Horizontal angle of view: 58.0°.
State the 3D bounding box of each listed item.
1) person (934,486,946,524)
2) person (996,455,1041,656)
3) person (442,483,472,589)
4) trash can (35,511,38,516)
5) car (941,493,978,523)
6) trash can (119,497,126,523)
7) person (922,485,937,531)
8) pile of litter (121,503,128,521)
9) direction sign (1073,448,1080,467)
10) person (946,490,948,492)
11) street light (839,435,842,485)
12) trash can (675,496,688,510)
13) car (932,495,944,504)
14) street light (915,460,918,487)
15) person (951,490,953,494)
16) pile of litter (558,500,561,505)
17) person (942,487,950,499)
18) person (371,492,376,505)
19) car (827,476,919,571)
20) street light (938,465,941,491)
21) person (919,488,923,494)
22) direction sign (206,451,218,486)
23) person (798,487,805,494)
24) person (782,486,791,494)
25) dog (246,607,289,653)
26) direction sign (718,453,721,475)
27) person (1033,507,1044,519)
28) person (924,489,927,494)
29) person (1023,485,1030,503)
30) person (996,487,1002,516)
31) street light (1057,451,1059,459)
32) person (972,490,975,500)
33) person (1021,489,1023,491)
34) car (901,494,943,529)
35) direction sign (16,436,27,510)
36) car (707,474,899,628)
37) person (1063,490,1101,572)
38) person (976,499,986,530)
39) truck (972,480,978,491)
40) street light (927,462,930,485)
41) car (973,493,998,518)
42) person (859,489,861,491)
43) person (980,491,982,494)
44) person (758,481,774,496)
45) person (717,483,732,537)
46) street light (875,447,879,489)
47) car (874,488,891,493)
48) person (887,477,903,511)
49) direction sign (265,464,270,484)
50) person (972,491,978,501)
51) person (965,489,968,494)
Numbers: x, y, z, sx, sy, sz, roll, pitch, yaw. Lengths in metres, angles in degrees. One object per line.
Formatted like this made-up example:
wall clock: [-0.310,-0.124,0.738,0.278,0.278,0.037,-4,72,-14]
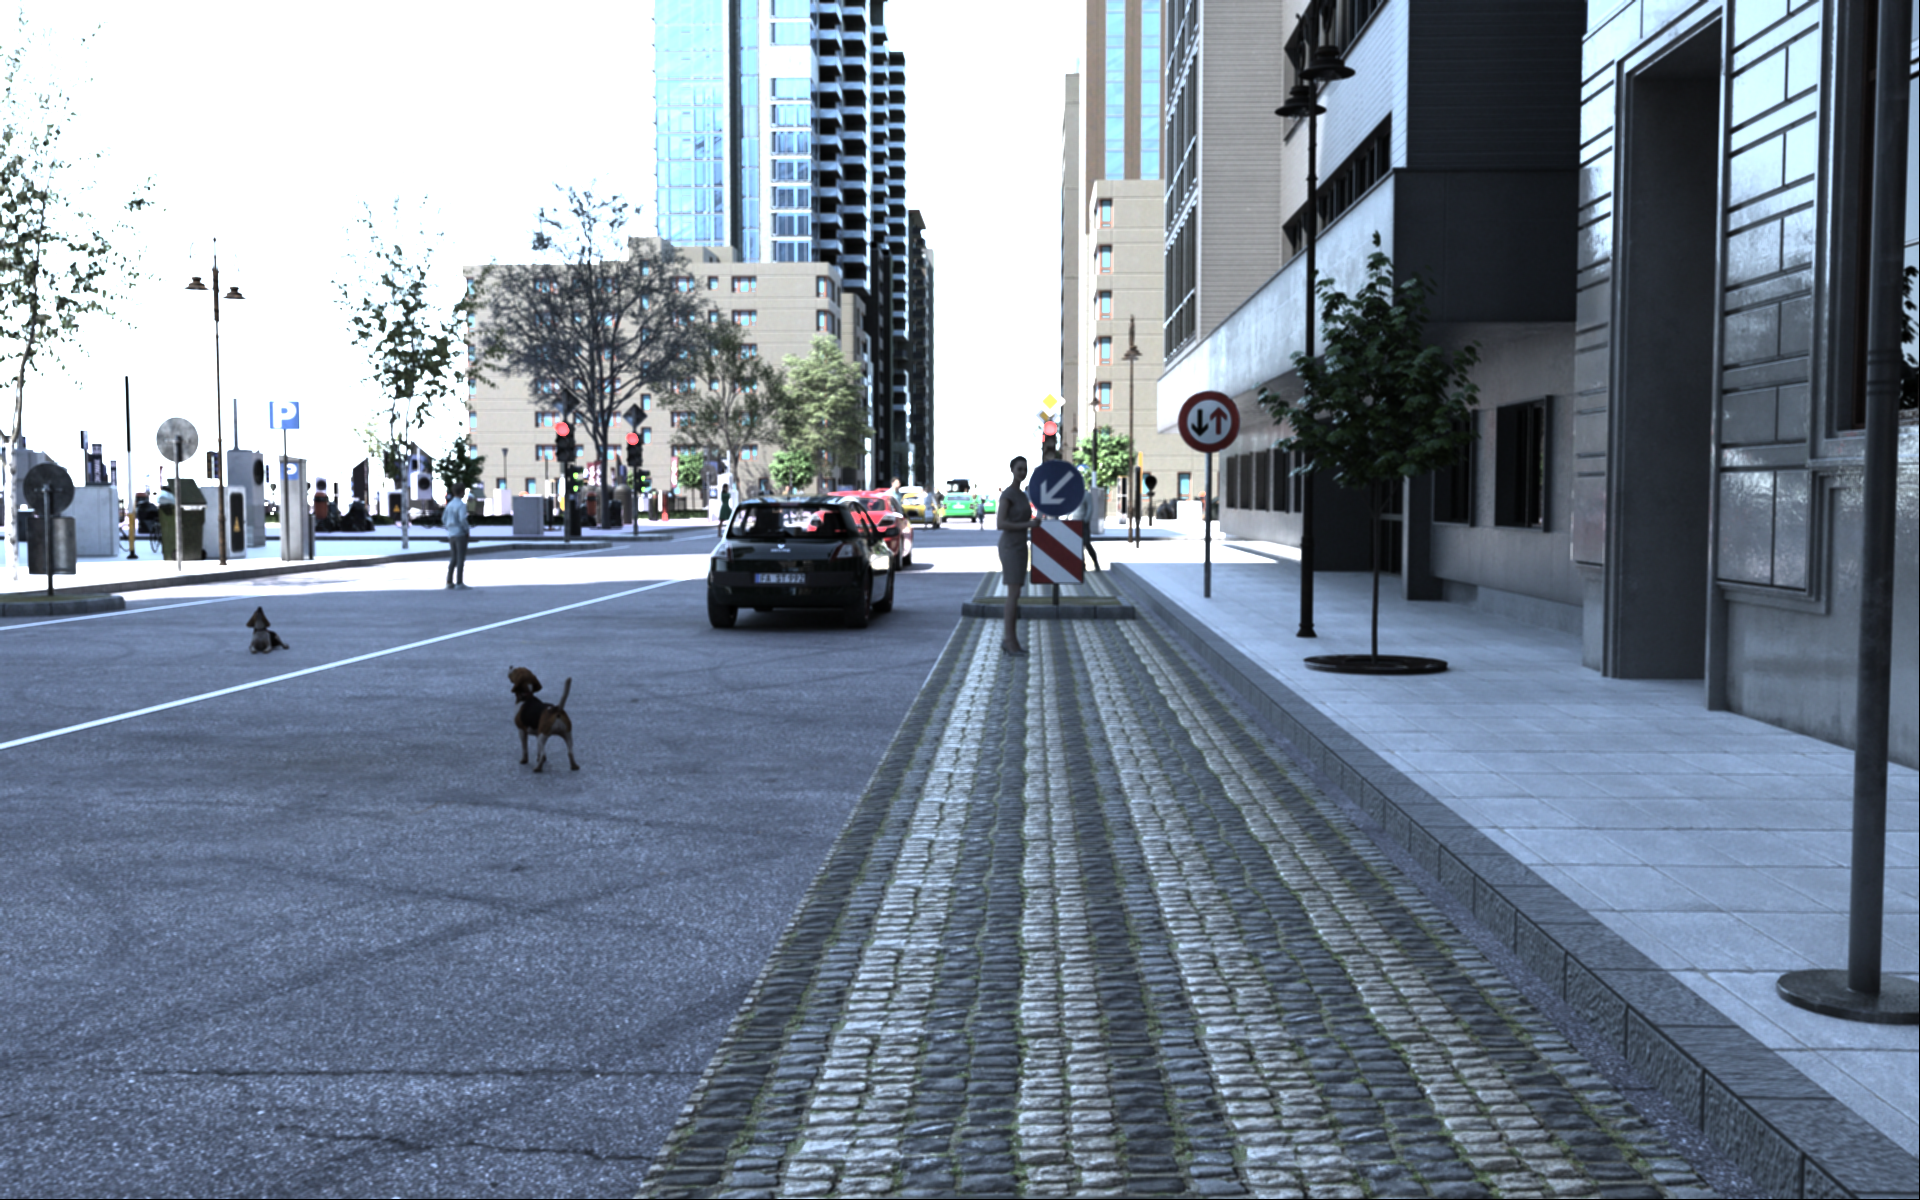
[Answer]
person: [-1.233,-4.479,81.947,0.699,1.804,1.509,-2,4,-25]
person: [0.521,-0.406,15.485,0.374,1.781,0.599,2,4,25]
person: [-7.552,-0.966,26.097,0.330,1.601,0.589,-3,5,-41]
trash can: [-52.942,-5.384,99.677,0.748,1.137,0.748,0,3,0]
car: [-0.058,-4.796,87.219,1.959,1.807,4.718,0,4,0]
trash can: [-36.930,-3.929,75.886,0.748,1.137,0.748,0,3,0]
person: [-1.182,-3.593,67.599,0.624,1.780,0.694,0,3,0]
pile of litter: [-39.863,-4.133,81.537,1.176,0.858,1.719,2,4,26]
direction sign: [5.984,-5.729,85.668,0.876,3.537,0.379,-1,4,-20]
person: [-1.135,-7.101,125.268,0.598,1.740,0.731,0,3,0]
street light: [-9.027,-9.686,131.156,0.468,5.910,1.993,0,4,2]
trash can: [-17.378,-5.898,108.088,0.748,1.137,0.748,0,3,0]
car: [-2.437,-9.542,168.586,1.945,1.354,3.894,0,4,3]
street light: [-5.514,-14.726,213.557,0.468,5.910,1.993,0,4,2]
person: [-0.744,-8.039,140.469,0.617,1.759,0.750,-2,4,-35]
pile of litter: [-27.300,-6.352,117.824,1.719,0.858,1.176,0,4,4]
person: [-0.864,-6.123,108.381,0.659,1.850,0.755,1,4,19]
person: [-71.780,-12.408,212.302,0.756,1.711,0.436,-1,4,-16]
car: [-1.912,-1.512,33.755,2.155,1.783,4.494,0,4,2]
street light: [-3.189,-18.315,272.242,0.468,5.910,1.993,0,4,2]
person: [-2.091,-5.090,92.469,0.760,1.731,0.466,-1,4,-17]
direction sign: [-39.681,-6.114,91.957,0.379,3.537,0.876,1,4,19]
person: [-8.420,-5.101,92.029,0.709,1.813,0.853,3,5,44]
person: [-8.183,-4.463,81.388,0.836,1.842,0.656,0,4,1]
dog: [-6.332,0.260,15.948,0.550,0.427,0.748,2,4,29]
direction sign: [-13.420,-6.393,96.528,0.379,3.537,0.876,0,4,0]
person: [2.958,-3.247,62.345,0.760,1.731,0.466,1,4,20]
person: [-2.351,-6.863,120.810,0.767,1.812,0.694,-1,4,-22]
person: [2.539,-3.576,67.233,0.793,1.790,0.793,0,4,5]
person: [1.809,-4.023,74.840,0.480,1.755,0.524,2,4,34]
street light: [8.429,-10.506,144.563,0.468,5.910,1.993,0,4,2]
person: [1.291,-9.405,162.279,0.705,1.823,1.348,-1,4,-13]
person: [4.497,-7.294,127.734,0.794,1.824,0.713,-1,4,-23]
car: [-1.725,-3.829,72.822,2.015,1.641,3.980,0,4,2]
direction sign: [-36.388,-4.582,66.905,0.379,3.537,0.876,1,4,20]
car: [-1.750,-0.622,19.953,2.009,1.686,4.222,0,4,3]
person: [2.186,-1.405,31.961,0.515,1.767,0.782,-3,5,-43]
person: [0.844,-3.402,68.800,0.352,1.250,0.332,-1,4,-18]
truck: [0.855,-15.017,241.459,3.469,3.379,9.791,0,4,2]
street light: [-4.434,-16.521,242.903,0.468,5.910,1.993,0,4,2]
car: [1.702,-5.864,104.673,1.959,1.807,4.718,0,4,1]
person: [-6.924,-6.790,119.852,0.374,1.781,0.599,2,4,29]
person: [1.938,-9.539,165.175,0.721,1.736,1.217,-1,4,-21]
person: [-6.045,-2.827,54.495,0.659,1.850,0.755,-1,4,-16]
person: [-7.843,-3.005,57.873,0.529,1.795,0.600,0,4,5]
street light: [-7.732,-11.548,161.592,0.468,5.910,1.993,0,4,2]
car: [-4.892,-6.476,114.560,2.281,1.827,5.304,0,4,4]
person: [-1.567,-1.927,40.021,0.620,1.820,0.660,2,4,27]
direction sign: [-52.375,-8.465,130.402,0.876,3.537,0.379,-3,5,-44]
person: [1.387,-8.791,152.955,0.721,1.735,1.217,-3,5,-43]
person: [0.467,-6.434,113.977,0.520,1.790,0.573,2,4,32]
